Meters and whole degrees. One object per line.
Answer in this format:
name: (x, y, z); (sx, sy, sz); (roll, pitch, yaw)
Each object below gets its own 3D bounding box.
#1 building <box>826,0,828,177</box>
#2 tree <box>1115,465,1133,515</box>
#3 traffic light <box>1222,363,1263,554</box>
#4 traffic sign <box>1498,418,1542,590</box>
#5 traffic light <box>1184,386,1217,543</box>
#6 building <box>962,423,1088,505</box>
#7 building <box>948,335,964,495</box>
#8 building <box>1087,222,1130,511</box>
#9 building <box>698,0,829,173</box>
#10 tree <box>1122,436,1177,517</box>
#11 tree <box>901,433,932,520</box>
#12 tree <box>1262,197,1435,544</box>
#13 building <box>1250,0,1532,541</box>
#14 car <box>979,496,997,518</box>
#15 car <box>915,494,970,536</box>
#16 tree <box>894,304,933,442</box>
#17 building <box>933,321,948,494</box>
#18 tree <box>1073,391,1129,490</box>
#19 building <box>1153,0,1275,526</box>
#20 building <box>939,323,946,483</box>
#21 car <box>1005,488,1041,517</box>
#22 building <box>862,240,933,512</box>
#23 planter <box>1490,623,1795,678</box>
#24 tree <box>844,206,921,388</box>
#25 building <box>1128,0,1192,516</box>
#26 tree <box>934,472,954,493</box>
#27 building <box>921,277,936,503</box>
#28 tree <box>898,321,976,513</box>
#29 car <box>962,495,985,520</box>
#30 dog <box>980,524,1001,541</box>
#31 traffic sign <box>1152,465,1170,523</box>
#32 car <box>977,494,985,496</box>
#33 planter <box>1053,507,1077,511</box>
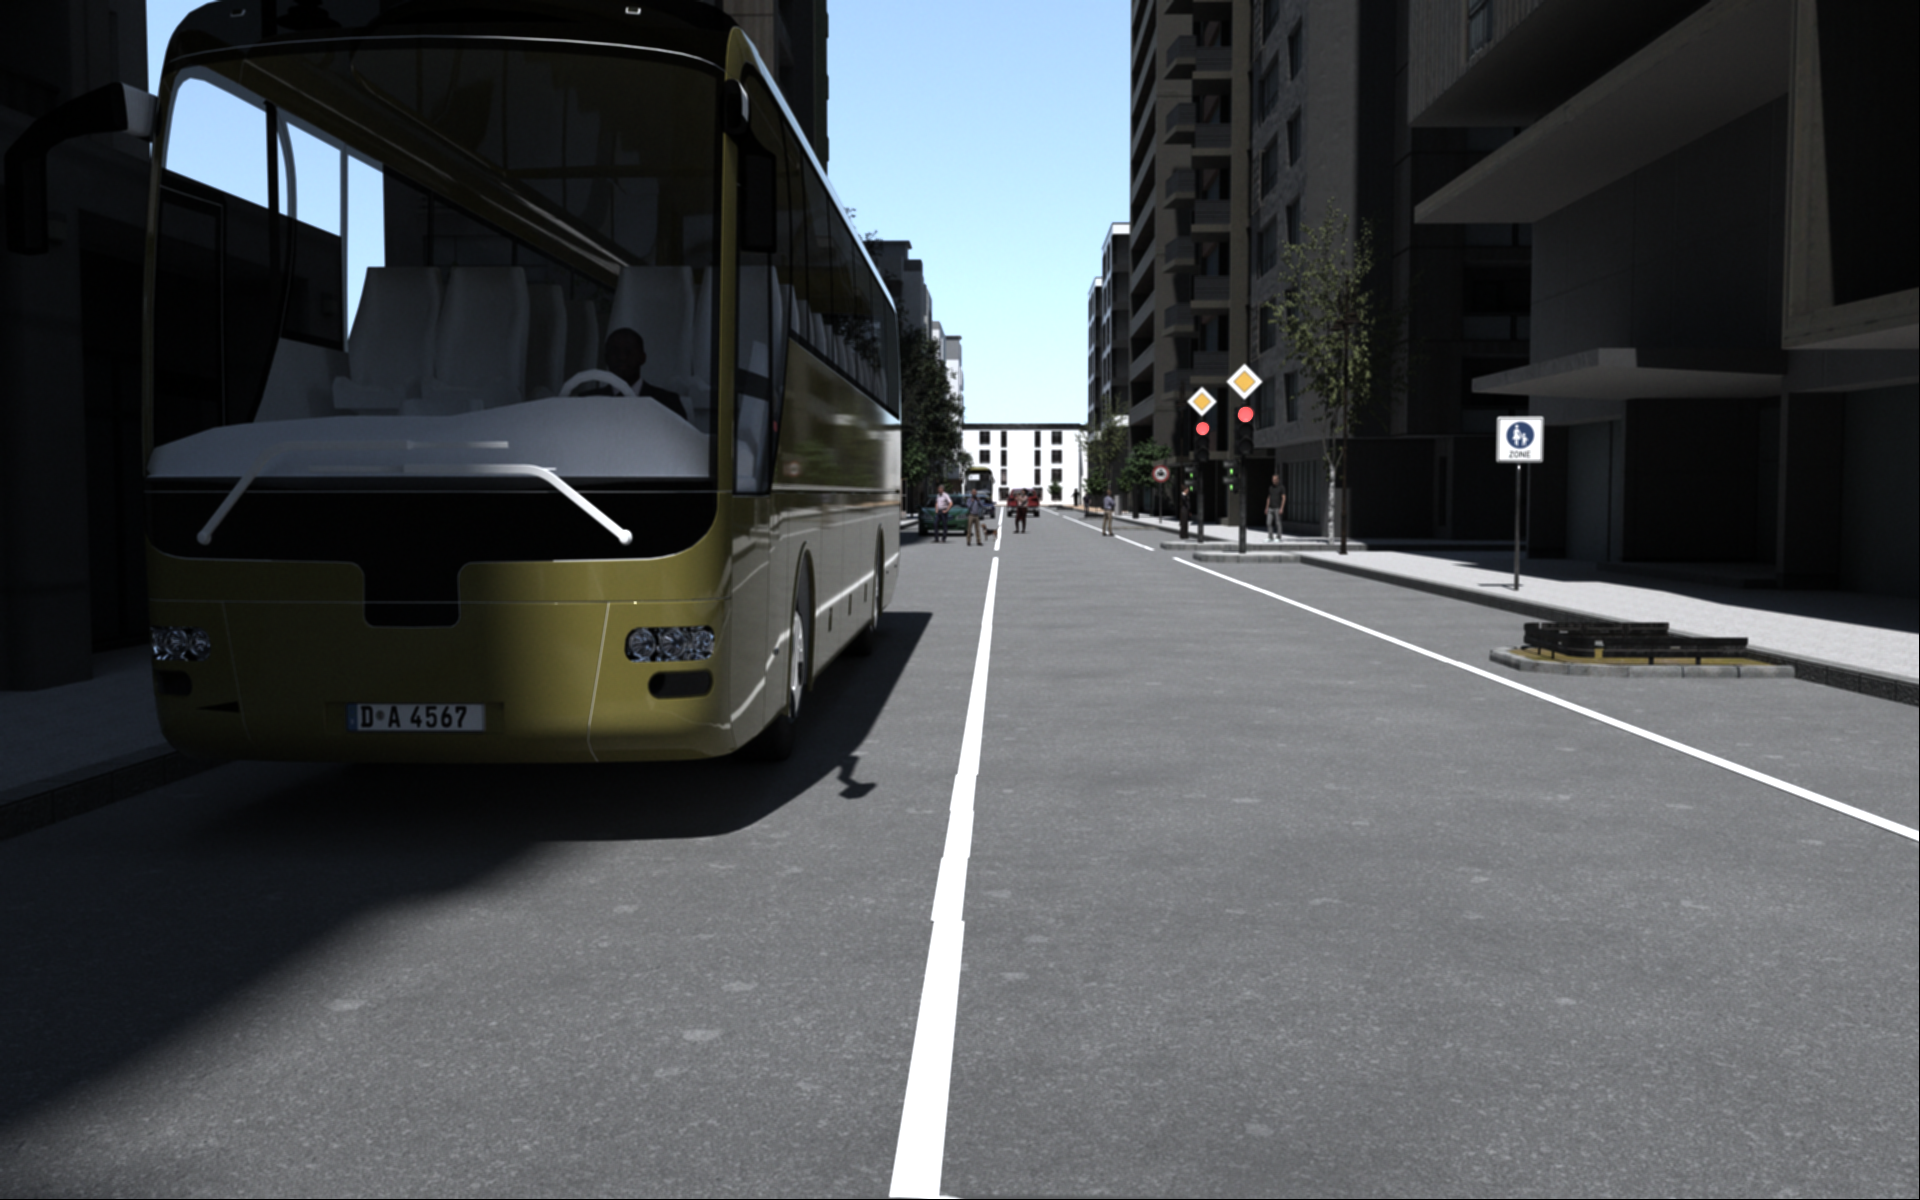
building: (-15.366, -39.833, 89.530); (20.563, 71.187, 20.611); (0, 4, 1)
tree: (10.488, -6.951, 108.243); (1.663, 3.219, 1.824); (0, 3, 0)
traffic light: (6.086, -2.960, 37.319); (0.839, 4.253, 0.868); (0, 4, 1)
traffic sign: (7.405, -1.275, 22.983); (0.606, 2.300, 0.079); (0, 4, 2)
traffic light: (6.290, -3.448, 45.301); (0.839, 4.253, 0.868); (0, 4, 1)
building: (14.278, -16.373, 209.838); (28.070, 9.664, 9.099); (0, 4, 1)
building: (-5.370, -21.796, 212.779); (11.380, 20.091, 16.016); (0, 4, 1)
building: (25.775, -18.499, 146.432); (27.936, 21.610, 32.646); (0, 4, 1)
building: (-12.640, -23.332, 65.066); (14.154, 41.232, 14.086); (0, 4, 1)
tree: (10.757, -6.936, 97.118); (4.285, 4.588, 4.351); (0, 3, 0)
tree: (-3.099, -6.355, 87.611); (4.285, 4.588, 4.351); (0, 3, 0)
tree: (9.713, -5.727, 44.006); (4.737, 8.622, 4.395); (0, 3, 0)
building: (16.758, -22.540, 52.131); (14.086, 41.232, 14.154); (0, 4, 1)
car: (1.219, -5.540, 103.152); (1.945, 1.354, 3.894); (0, 4, 2)
car: (-0.503, -2.989, 60.664); (2.131, 1.459, 4.920); (0, 4, 0)
tree: (-3.255, -7.076, 66.053); (4.360, 8.622, 3.978); (0, 3, 0)
building: (-9.627, -19.254, 171.229); (16.016, 20.091, 11.380); (0, 4, 1)
tree: (10.523, -10.619, 123.976); (4.737, 8.622, 4.395); (0, 3, 0)
building: (20.463, -25.729, 75.294); (22.147, 44.769, 28.867); (0, 4, 1)
building: (-17.531, -19.650, 187.741); (31.486, 18.905, 16.747); (0, 4, 1)
car: (4.008, -6.203, 110.084); (2.281, 1.827, 5.304); (0, 4, 2)
building: (-10.402, -16.575, 127.426); (16.016, 20.091, 11.380); (0, 4, 1)
planter: (5.538, 0.407, 14.480); (1.991, 0.319, 1.994); (0, 4, 1)
tree: (-4.970, -7.256, 53.049); (8.767, 10.594, 7.601); (1, 4, 20)
building: (22.105, -29.659, 108.630); (21.300, 48.544, 21.600); (0, 4, 1)
tree: (-1.312, -9.380, 147.957); (1.663, 3.219, 1.824); (0, 3, 0)
building: (-11.114, -17.326, 149.742); (16.747, 18.905, 31.486); (0, 4, 1)
tree: (-3.468, -12.119, 115.158); (9.611, 12.733, 9.660); (0, 3, 0)
car: (0.411, -5.160, 96.366); (2.014, 1.417, 4.499); (0, 4, 3)
dog: (0.941, -2.087, 53.406); (0.540, 0.507, 0.406); (-1, 4, -19)
traffic sign: (8.774, -4.623, 75.691); (0.768, 2.556, 0.104); (1, 4, 9)
car: (1.524, -8.302, 147.735); (2.014, 1.417, 4.499); (0, 4, 3)
planter: (8.947, -7.770, 148.179); (1.991, 0.319, 1.994); (0, 4, 1)
